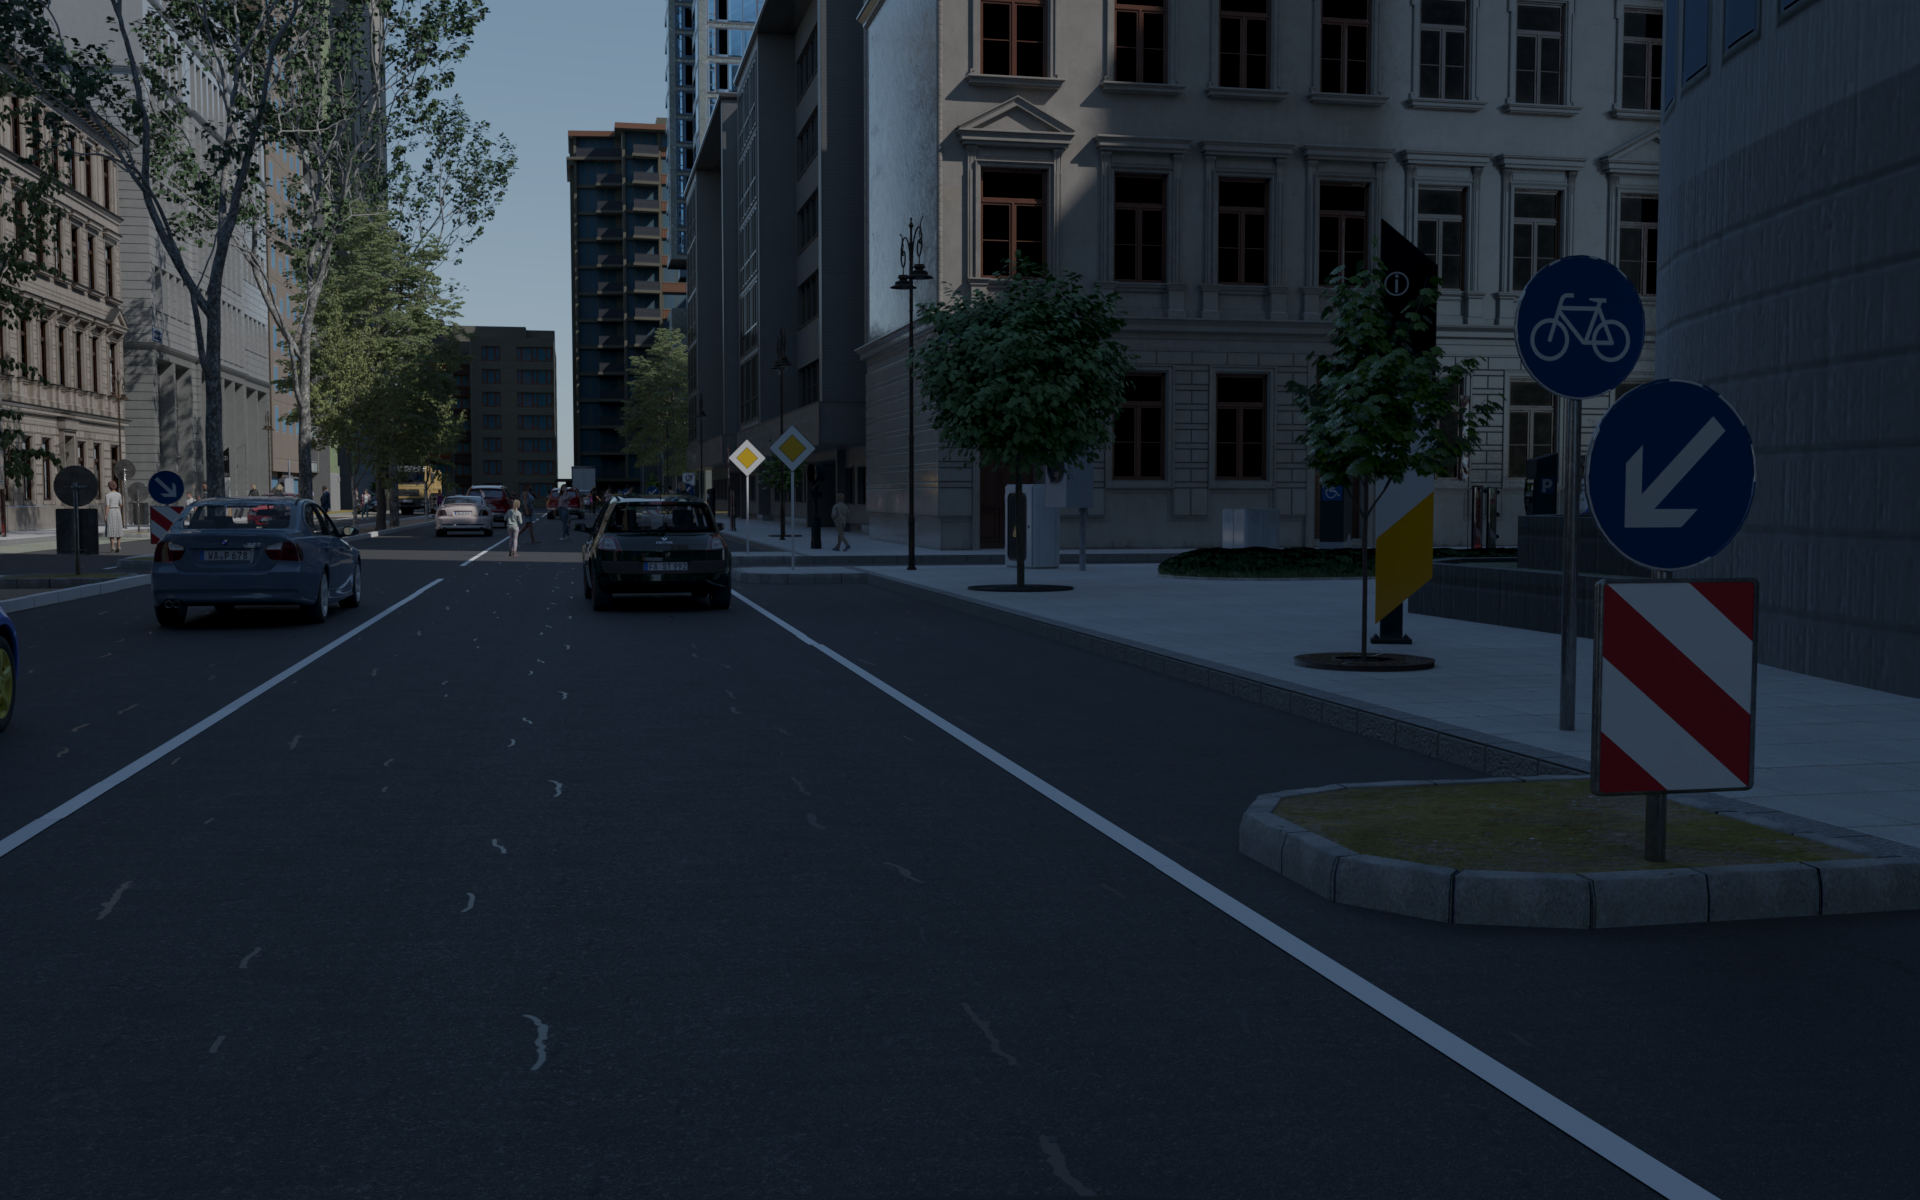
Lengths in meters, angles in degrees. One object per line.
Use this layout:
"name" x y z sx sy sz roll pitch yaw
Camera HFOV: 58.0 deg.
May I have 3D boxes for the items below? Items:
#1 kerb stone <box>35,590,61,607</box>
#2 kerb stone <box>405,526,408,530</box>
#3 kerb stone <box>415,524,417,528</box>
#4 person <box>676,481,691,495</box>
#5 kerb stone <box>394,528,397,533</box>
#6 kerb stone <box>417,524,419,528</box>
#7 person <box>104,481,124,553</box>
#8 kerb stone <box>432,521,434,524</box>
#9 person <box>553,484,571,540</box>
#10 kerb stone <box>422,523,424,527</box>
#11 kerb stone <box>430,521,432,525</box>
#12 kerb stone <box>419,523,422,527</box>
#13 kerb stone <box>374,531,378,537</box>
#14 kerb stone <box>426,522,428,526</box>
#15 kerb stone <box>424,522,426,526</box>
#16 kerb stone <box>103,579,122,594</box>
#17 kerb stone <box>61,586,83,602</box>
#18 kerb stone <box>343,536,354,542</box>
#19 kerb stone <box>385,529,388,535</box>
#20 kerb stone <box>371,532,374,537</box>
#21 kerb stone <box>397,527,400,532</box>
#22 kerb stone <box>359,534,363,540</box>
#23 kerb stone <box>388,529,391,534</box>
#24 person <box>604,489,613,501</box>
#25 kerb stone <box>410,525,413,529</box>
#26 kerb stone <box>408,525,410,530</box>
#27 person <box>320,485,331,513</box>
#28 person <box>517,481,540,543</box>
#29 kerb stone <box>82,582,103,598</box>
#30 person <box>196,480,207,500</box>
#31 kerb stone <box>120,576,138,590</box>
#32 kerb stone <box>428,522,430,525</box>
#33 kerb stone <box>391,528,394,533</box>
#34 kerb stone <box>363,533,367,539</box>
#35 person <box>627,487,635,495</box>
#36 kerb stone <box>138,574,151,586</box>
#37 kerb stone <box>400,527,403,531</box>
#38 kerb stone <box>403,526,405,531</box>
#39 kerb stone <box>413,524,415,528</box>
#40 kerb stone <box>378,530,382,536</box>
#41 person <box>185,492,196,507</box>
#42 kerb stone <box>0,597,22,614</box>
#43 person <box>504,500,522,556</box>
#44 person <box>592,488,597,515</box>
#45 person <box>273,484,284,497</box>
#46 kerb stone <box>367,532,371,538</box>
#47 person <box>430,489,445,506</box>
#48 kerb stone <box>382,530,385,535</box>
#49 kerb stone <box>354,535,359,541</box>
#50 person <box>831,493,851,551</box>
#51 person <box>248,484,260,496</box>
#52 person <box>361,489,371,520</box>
"kerb stone" -11.812 -0.005 22.271 0.120 0.150 1.000 -1 4 -12
"kerb stone" -21.847 -2.792 67.844 0.120 0.150 1.000 -1 4 -12
"kerb stone" -22.733 -3.037 71.854 0.120 0.150 1.000 -1 4 -12
"person" -8.413 -2.580 50.898 1.509 1.804 0.699 3 5 43
"kerb stone" -20.957 -2.547 63.841 0.120 0.150 1.000 -1 4 -12
"kerb stone" -22.952 -3.098 72.853 0.120 0.150 1.000 -1 4 -12
"person" -20.720 -2.033 42.304 0.524 1.755 0.480 2 4 26
"kerb stone" -24.489 -3.528 79.878 0.120 0.150 1.000 -1 4 -12
"person" -12.281 -2.735 53.815 0.593 1.750 0.643 3 4 39
"kerb stone" -23.397 -3.220 74.860 0.120 0.150 1.000 -1 4 -12
"kerb stone" -24.276 -3.463 78.866 0.120 0.150 1.000 -1 4 -12
"kerb stone" -23.159 -3.160 73.855 0.120 0.150 1.000 -1 4 -12
"kerb stone" -19.642 -2.176 57.835 0.120 0.150 1.000 -1 4 -12
"kerb stone" -23.830 -3.344 76.871 0.120 0.150 1.000 -1 4 -12
"kerb stone" -23.608 -3.280 75.860 0.120 0.150 1.000 -1 4 -12
"kerb stone" -12.461 -0.183 25.268 0.120 0.150 1.000 -1 4 -12
"kerb stone" -12.029 -0.064 23.270 0.120 0.150 1.000 -1 4 -12
"kerb stone" -18.324 -1.805 51.825 0.120 0.150 1.000 -1 4 -12
"kerb stone" -20.305 -2.362 60.833 0.120 0.150 1.000 -1 4 -12
"kerb stone" -19.427 -2.113 56.835 0.120 0.150 1.000 -1 4 -12
"kerb stone" -21.180 -2.608 64.839 0.120 0.150 1.000 -1 4 -12
"kerb stone" -18.758 -1.935 53.828 0.120 0.150 1.000 -1 4 -12
"kerb stone" -20.521 -2.420 61.835 0.120 0.150 1.000 -1 4 -12
"person" -22.072 -6.129 109.294 0.643 1.750 0.593 3 5 42
"kerb stone" -22.283 -2.912 69.852 0.120 0.150 1.000 -1 4 -12
"kerb stone" -22.066 -2.849 68.852 0.120 0.150 1.000 -1 4 -12
"person" -27.119 -3.996 74.017 0.419 1.800 0.721 -1 4 -13
"person" -12.683 -2.571 50.637 0.778 1.811 0.616 0 4 -3
"kerb stone" -12.249 -0.127 24.268 0.120 0.150 1.000 -1 4 -12
"person" -19.724 -2.238 45.264 0.511 1.800 0.466 3 5 42
"kerb stone" -12.690 -0.248 26.269 0.120 0.150 1.000 -1 4 -12
"kerb stone" -24.051 -3.402 77.869 0.120 0.150 1.000 -1 4 -12
"kerb stone" -20.751 -2.486 62.840 0.120 0.150 1.000 -1 4 -12
"kerb stone" -18.977 -1.986 54.829 0.120 0.150 1.000 -1 4 -12
"person" -16.930 -4.946 89.617 0.529 1.795 0.600 -2 4 -33
"kerb stone" -12.913 -0.305 27.266 0.120 0.150 1.000 -1 4 -12
"kerb stone" -21.397 -2.669 65.841 0.120 0.150 1.000 -1 4 -12
"kerb stone" -21.622 -2.730 66.840 0.120 0.150 1.000 -1 4 -12
"kerb stone" -22.504 -2.976 70.858 0.120 0.150 1.000 -1 4 -12
"kerb stone" -19.857 -2.241 58.838 0.120 0.150 1.000 -1 4 -12
"person" -28.587 -3.265 64.484 0.503 1.515 0.523 -1 4 -23
"kerb stone" -11.590 0.062 21.264 0.120 0.150 1.000 -1 4 -12
"person" -10.287 -1.659 39.910 0.425 1.301 0.394 0 4 -4
"person" -25.243 -6.825 119.724 0.705 1.869 1.348 -1 4 -17
"person" -24.784 -3.316 62.892 0.709 1.800 0.728 2 4 32
"kerb stone" -19.203 -2.057 55.826 0.120 0.150 1.000 -1 4 -12
"person" -33.714 -6.303 112.230 1.217 1.739 0.721 -1 4 -18
"kerb stone" -20.083 -2.302 59.835 0.120 0.150 1.000 -1 4 -12
"kerb stone" -18.540 -1.870 52.824 0.120 0.150 1.000 -1 4 -12
"person" -2.684 -1.741 38.782 0.640 1.303 0.475 3 4 38
"person" -37.096 -5.138 90.274 1.509 1.804 0.699 2 4 28
"person" -33.020 -5.315 96.236 0.563 1.720 0.643 -2 4 -28
